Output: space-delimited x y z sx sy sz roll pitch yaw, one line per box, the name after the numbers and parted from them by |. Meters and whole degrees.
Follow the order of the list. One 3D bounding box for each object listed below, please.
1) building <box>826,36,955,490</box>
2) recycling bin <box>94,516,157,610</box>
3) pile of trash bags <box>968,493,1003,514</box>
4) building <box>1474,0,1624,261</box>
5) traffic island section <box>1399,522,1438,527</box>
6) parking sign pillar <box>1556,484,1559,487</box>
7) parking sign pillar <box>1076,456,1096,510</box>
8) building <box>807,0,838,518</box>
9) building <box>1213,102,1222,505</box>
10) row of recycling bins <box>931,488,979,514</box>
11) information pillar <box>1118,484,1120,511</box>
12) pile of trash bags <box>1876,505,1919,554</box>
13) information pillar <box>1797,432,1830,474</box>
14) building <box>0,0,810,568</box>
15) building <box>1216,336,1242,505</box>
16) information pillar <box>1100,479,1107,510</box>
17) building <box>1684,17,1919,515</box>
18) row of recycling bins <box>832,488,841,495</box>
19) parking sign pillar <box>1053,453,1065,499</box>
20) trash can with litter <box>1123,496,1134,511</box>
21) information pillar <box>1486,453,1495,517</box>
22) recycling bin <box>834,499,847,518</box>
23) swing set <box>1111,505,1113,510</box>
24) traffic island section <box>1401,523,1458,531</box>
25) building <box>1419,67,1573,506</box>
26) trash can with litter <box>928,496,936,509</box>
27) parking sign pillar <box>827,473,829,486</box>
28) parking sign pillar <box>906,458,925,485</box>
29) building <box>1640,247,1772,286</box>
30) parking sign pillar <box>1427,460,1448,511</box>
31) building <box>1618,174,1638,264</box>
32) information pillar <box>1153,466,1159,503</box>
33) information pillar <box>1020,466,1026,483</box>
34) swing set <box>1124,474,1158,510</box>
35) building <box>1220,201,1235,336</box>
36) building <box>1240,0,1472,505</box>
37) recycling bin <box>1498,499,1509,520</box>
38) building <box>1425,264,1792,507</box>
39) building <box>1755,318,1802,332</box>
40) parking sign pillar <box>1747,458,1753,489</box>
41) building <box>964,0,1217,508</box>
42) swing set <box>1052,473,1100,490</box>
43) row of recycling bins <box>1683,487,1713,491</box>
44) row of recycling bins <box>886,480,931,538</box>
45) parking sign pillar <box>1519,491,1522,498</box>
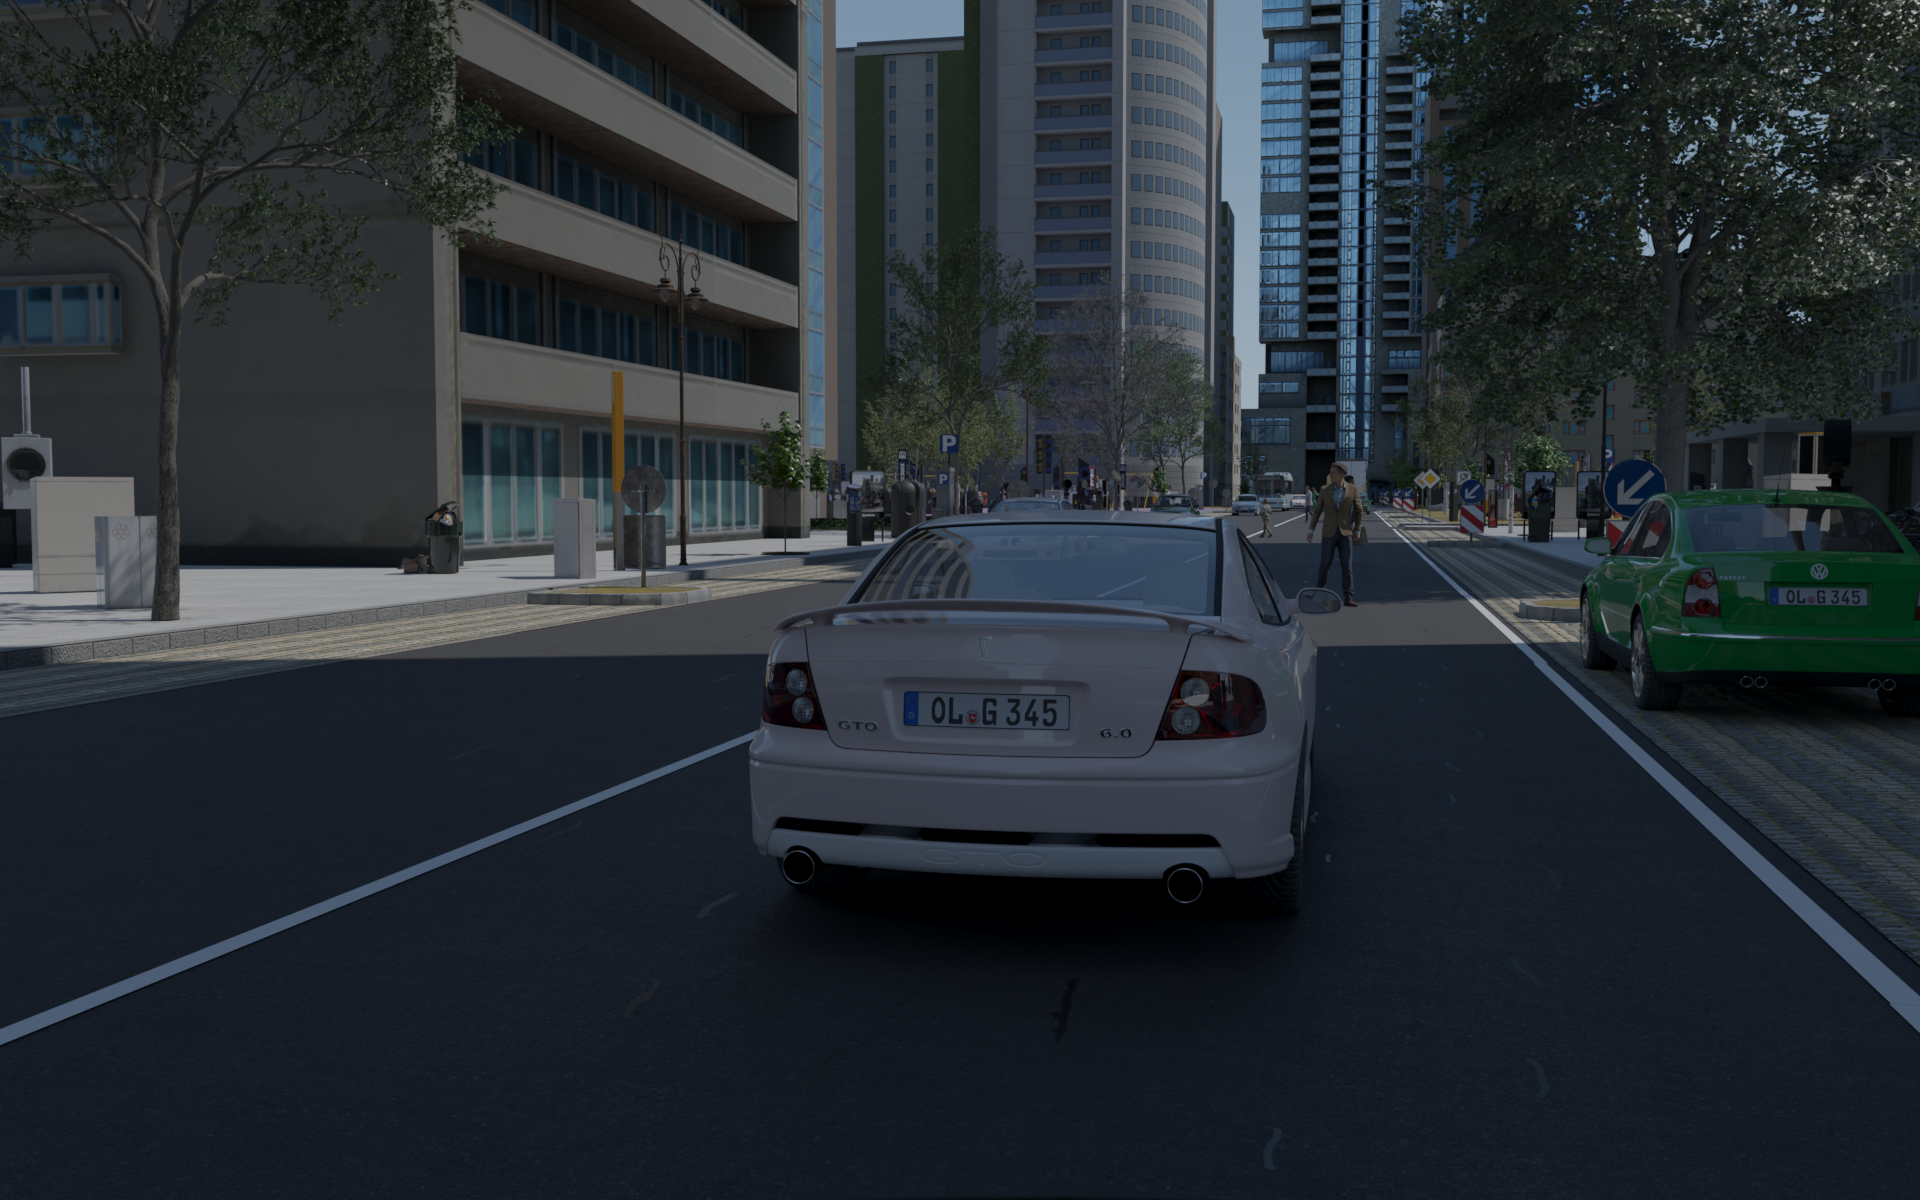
-8.650 -41.720 224.127 28.212 58.520 21.231 1 4 13 | building
-9.366 -0.434 19.658 0.722 1.027 0.722 -2 4 -34 | recycling bin
0.818 -5.369 97.538 3.447 1.369 1.912 1 4 20 | pile of trash bags
65.054 -54.375 201.701 22.319 86.520 31.000 1 4 13 | building
20.435 -3.317 76.512 2.009 0.180 2.903 1 4 13 | traffic island section
33.268 -6.710 98.185 1.447 3.967 1.447 -3 4 -39 | parking sign pillar
9.049 -8.276 123.789 1.447 3.967 1.447 1 4 17 | parking sign pillar
-13.644 -25.507 67.148 14.200 45.320 14.600 1 4 13 | building
21.117 -33.024 190.058 14.600 45.320 14.200 1 4 13 | building
-0.540 -6.311 110.290 3.534 1.692 1.069 0 4 8 | row of recycling bins
9.824 -6.331 108.001 0.304 2.012 0.304 0 4 -4 | information pillar
17.923 -1.277 30.625 3.447 1.369 1.912 1 4 20 | pile of trash bags
10.265 -0.997 20.792 0.304 2.012 0.304 -1 4 -14 | information pillar
-17.086 -25.531 41.141 21.300 48.544 21.600 1 4 13 | building
19.579 -22.698 216.147 28.899 21.520 27.650 1 4 13 | building
7.175 -5.021 86.587 0.304 2.012 0.304 -1 4 -13 | information pillar
35.219 -21.294 40.035 32.217 40.220 23.993 1 4 13 | building
-10.067 -9.092 155.768 1.069 1.692 3.534 3 5 40 | row of recycling bins
6.482 -7.656 113.655 1.447 3.967 1.447 1 4 20 | parking sign pillar
9.655 -5.239 97.046 1.055 1.170 0.624 3 5 41 | trash can with litter
29.778 -6.483 97.357 0.504 3.616 0.183 0 4 1 | information pillar
-4.188 -3.145 63.967 0.722 1.027 0.722 2 4 32 | recycling bin
10.285 -8.420 135.288 2.862 2.851 3.119 1 4 16 | swing set
18.657 -2.841 68.727 2.009 0.180 2.903 1 4 13 | traffic island section
55.932 -32.523 181.858 14.600 45.320 14.200 1 4 13 | building
-1.168 -4.967 92.600 0.624 1.170 1.055 2 4 35 | trash can with litter
-11.007 -9.083 136.972 1.447 3.967 1.447 -1 4 -14 | parking sign pillar
-3.366 -8.762 131.737 1.447 3.967 1.447 1 4 22 | parking sign pillar
88.747 -26.618 206.905 14.107 30.474 14.160 1 4 13 | building
35.494 -8.573 128.636 1.447 3.967 1.447 0 4 -1 | parking sign pillar
79.983 -37.571 237.980 21.600 48.544 21.300 1 4 13 | building
15.950 -9.145 140.871 0.504 3.616 0.183 0 4 -4 | information pillar
5.176 -9.184 141.517 0.504 3.616 0.183 0 4 -3 | information pillar
13.683 -8.444 135.682 3.119 2.851 2.862 2 4 33 | swing set
31.274 -34.335 244.968 14.086 41.232 14.154 1 4 13 | building
54.261 -56.901 242.996 31.000 86.520 22.319 1 4 13 | building
27.159 -4.534 86.692 0.722 1.027 0.722 3 5 40 | recycling bin
58.063 -19.266 160.039 27.650 21.520 28.899 1 4 13 | building
108.091 -21.423 195.307 28.899 21.520 27.650 1 4 13 | building
49.135 -7.340 108.476 1.447 3.967 1.447 0 4 1 | parking sign pillar
13.262 -38.367 169.305 21.231 58.520 28.212 1 4 13 | building
8.438 -7.915 127.025 3.119 2.851 2.862 1 4 21 | swing set
39.745 -5.279 93.422 1.069 1.692 3.534 3 5 45 | row of recycling bins
-1.522 -2.735 51.838 1.069 1.692 3.534 0 4 1 | row of recycling bins
46.832 -9.451 142.994 1.447 3.967 1.447 0 4 2 | parking sign pillar
